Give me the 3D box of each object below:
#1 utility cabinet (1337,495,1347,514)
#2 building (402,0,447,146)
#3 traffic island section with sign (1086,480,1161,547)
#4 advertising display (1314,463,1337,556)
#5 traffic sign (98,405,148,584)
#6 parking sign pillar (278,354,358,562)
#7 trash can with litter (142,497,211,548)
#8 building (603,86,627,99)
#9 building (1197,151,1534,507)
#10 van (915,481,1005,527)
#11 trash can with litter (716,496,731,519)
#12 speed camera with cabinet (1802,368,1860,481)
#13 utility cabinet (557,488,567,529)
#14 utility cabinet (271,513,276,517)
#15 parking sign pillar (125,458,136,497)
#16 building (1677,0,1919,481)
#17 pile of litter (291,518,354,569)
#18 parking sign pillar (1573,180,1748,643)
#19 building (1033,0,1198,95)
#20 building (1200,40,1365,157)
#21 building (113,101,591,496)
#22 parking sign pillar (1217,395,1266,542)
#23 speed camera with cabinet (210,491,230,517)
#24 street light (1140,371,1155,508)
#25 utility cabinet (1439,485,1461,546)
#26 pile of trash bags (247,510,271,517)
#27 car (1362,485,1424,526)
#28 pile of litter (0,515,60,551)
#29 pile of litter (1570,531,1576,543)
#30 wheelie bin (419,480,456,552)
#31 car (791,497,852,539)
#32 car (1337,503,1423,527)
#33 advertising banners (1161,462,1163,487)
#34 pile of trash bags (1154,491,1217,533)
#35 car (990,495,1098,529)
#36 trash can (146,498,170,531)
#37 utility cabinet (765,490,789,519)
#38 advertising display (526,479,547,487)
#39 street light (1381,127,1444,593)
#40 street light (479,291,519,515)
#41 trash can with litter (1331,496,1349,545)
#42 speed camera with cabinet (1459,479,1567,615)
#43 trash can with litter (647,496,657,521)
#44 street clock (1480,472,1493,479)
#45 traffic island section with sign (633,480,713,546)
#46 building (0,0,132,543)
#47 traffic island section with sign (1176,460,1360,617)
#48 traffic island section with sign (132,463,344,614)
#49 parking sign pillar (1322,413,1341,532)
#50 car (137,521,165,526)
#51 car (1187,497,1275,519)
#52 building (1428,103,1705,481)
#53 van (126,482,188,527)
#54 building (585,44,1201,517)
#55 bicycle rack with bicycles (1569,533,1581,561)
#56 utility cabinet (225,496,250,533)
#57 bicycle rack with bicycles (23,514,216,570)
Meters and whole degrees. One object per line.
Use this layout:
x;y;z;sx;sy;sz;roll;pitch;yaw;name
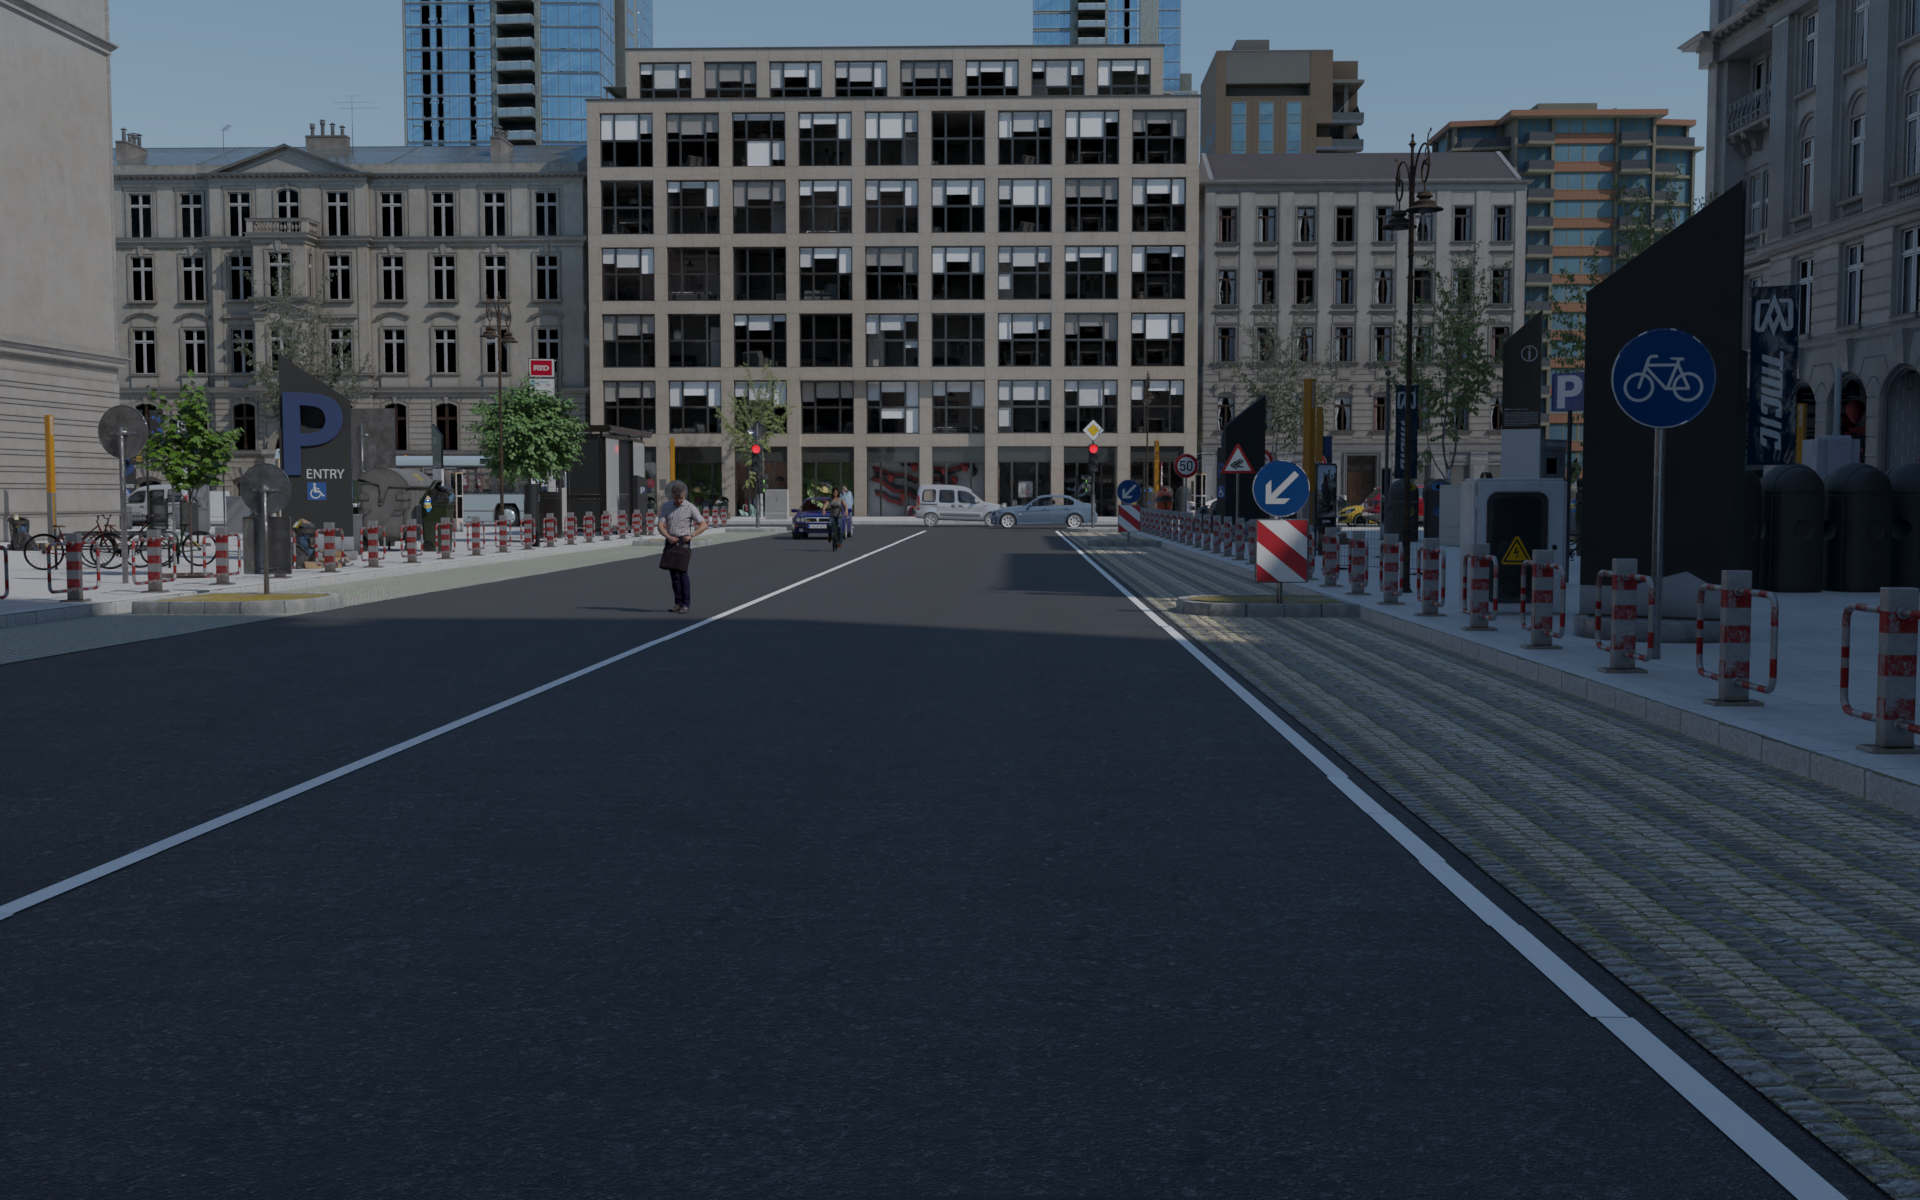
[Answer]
19.972;-4.937;91.875;1.020;1.237;0.306;3;4;36;utility cabinet
-50.392;-54.278;200.121;31.000;86.520;22.319;0;4;2;building
4.515;-2.401;47.879;1.989;1.847;2.006;0;4;2;traffic island section with sign
7.605;-1.893;36.159;0.123;1.923;0.974;3;4;37;advertising display
-11.969;-1.508;24.764;0.768;2.556;0.104;0;4;8;traffic sign
-12.410;-2.747;33.387;1.447;3.967;1.447;-1;4;-18;parking sign pillar
-19.124;-1.899;42.104;1.678;1.210;2.233;1;4;22;trash can with litter
-28.039;-30.123;176.110;14.154;41.232;14.086;0;4;2;building
22.549;-15.386;100.709;18.267;20.994;9.793;0;4;2;building
0.074;-4.226;76.108;4.112;2.044;2.013;0;4;0;van
-11.960;-4.668;87.710;0.624;1.170;1.055;0;4;6;trash can with litter
14.534;-2.031;27.543;2.038;3.252;0.660;0;4;2;speed camera with cabinet
-14.546;-3.262;62.014;1.173;1.500;0.318;-3;5;-44;utility cabinet
-14.851;-1.776;37.722;0.318;1.500;1.173;-2;4;-24;utility cabinet
-41.123;-5.912;85.138;1.447;3.967;1.447;1;4;14;parking sign pillar
27.035;-12.019;38.313;13.314;21.916;24.055;0;4;2;building
-11.228;-1.004;30.375;1.176;0.858;1.719;1;4;22;pile of litter
6.284;-1.651;15.465;1.447;3.967;1.447;2;4;35;parking sign pillar
22.680;-58.209;264.396;31.000;86.520;22.319;0;4;2;building
31.464;-31.947;172.439;14.600;45.320;14.200;0;4;2;building
-38.254;-17.476;104.823;34.723;24.649;14.460;0;4;2;building
7.622;-3.578;46.968;1.447;3.967;1.447;-2;4;-26;parking sign pillar
-41.242;-6.162;95.077;2.038;3.252;0.660;0;4;-4;speed camera with cabinet
7.035;-5.645;65.080;0.468;5.910;1.993;0;4;2;street light
12.208;-2.062;42.386;0.318;1.500;1.173;-1;4;-19;utility cabinet
-18.858;-2.351;48.193;1.912;1.369;3.447;-2;4;-26;pile of trash bags
19.286;-3.836;71.395;5.304;1.827;2.281;0;4;1;car
-21.261;-1.567;39.585;1.176;0.858;1.719;-3;4;-37;pile of litter
16.660;-1.967;46.118;1.719;0.858;1.176;1;4;13;pile of litter
-11.672;-1.887;38.766;0.693;1.594;0.980;0;4;-2;wheelie bin
-4.430;-2.652;55.933;1.945;1.354;3.894;0;4;0;car
18.255;-3.935;74.559;3.980;1.641;2.015;0;3;0;car
10.753;-5.961;93.652;0.090;3.025;2.074;1;4;18;advertising banners
8.090;-2.891;57.024;3.447;1.369;1.912;0;4;-8;pile of trash bags
3.502;-3.694;72.397;4.499;1.417;2.014;0;4;2;car
-27.476;-2.919;59.386;0.748;1.137;0.748;0;3;0;trash can
-9.174;-4.781;86.841;1.173;1.500;0.318;1;4;14;utility cabinet
-16.116;-3.729;66.178;0.974;1.923;0.123;-3;5;-44;advertising display
5.801;-3.033;22.373;0.468;5.910;1.993;0;4;2;street light
-10.520;-4.090;39.663;0.468;5.910;1.993;0;4;2;street light
9.429;-1.999;44.077;1.055;1.170;0.624;-1;4;-11;trash can with litter
6.446;-1.477;18.489;2.038;3.252;0.660;0;4;1;speed camera with cabinet
-14.933;-4.397;83.276;0.624;1.170;1.055;0;4;-1;trash can with litter
17.373;-3.220;57.221;0.358;2.002;0.471;-1;4;-11;street clock
-7.963;-2.430;48.366;1.989;1.847;2.006;0;4;2;traffic island section with sign
-35.084;-12.872;46.622;21.152;22.565;11.583;0;4;2;building
3.656;-0.753;20.937;1.989;1.847;2.006;0;4;2;traffic island section with sign
-8.800;-0.783;21.424;1.989;1.847;2.006;0;4;2;traffic island section with sign
12.167;-4.281;58.469;1.447;3.967;1.447;0;4;-1;parking sign pillar
-35.182;-4.051;76.023;4.222;1.686;2.009;0;4;1;car
12.636;-4.060;78.744;4.827;1.381;2.083;0;4;0;car
68.408;-33.171;196.966;28.867;44.769;22.147;0;4;2;building
-34.339;-4.067;73.502;4.112;2.044;2.013;0;4;3;van
-3.500;-18.442;106.043;34.151;26.468;19.350;0;4;2;building
10.189;-1.034;30.287;2.925;0.926;2.852;-2;4;-28;bicycle rack with bicycles
-23.640;-2.801;56.960;1.020;1.237;0.306;1;4;22;utility cabinet
-14.613;-1.042;30.416;2.925;0.926;2.852;-1;4;-19;bicycle rack with bicycles
